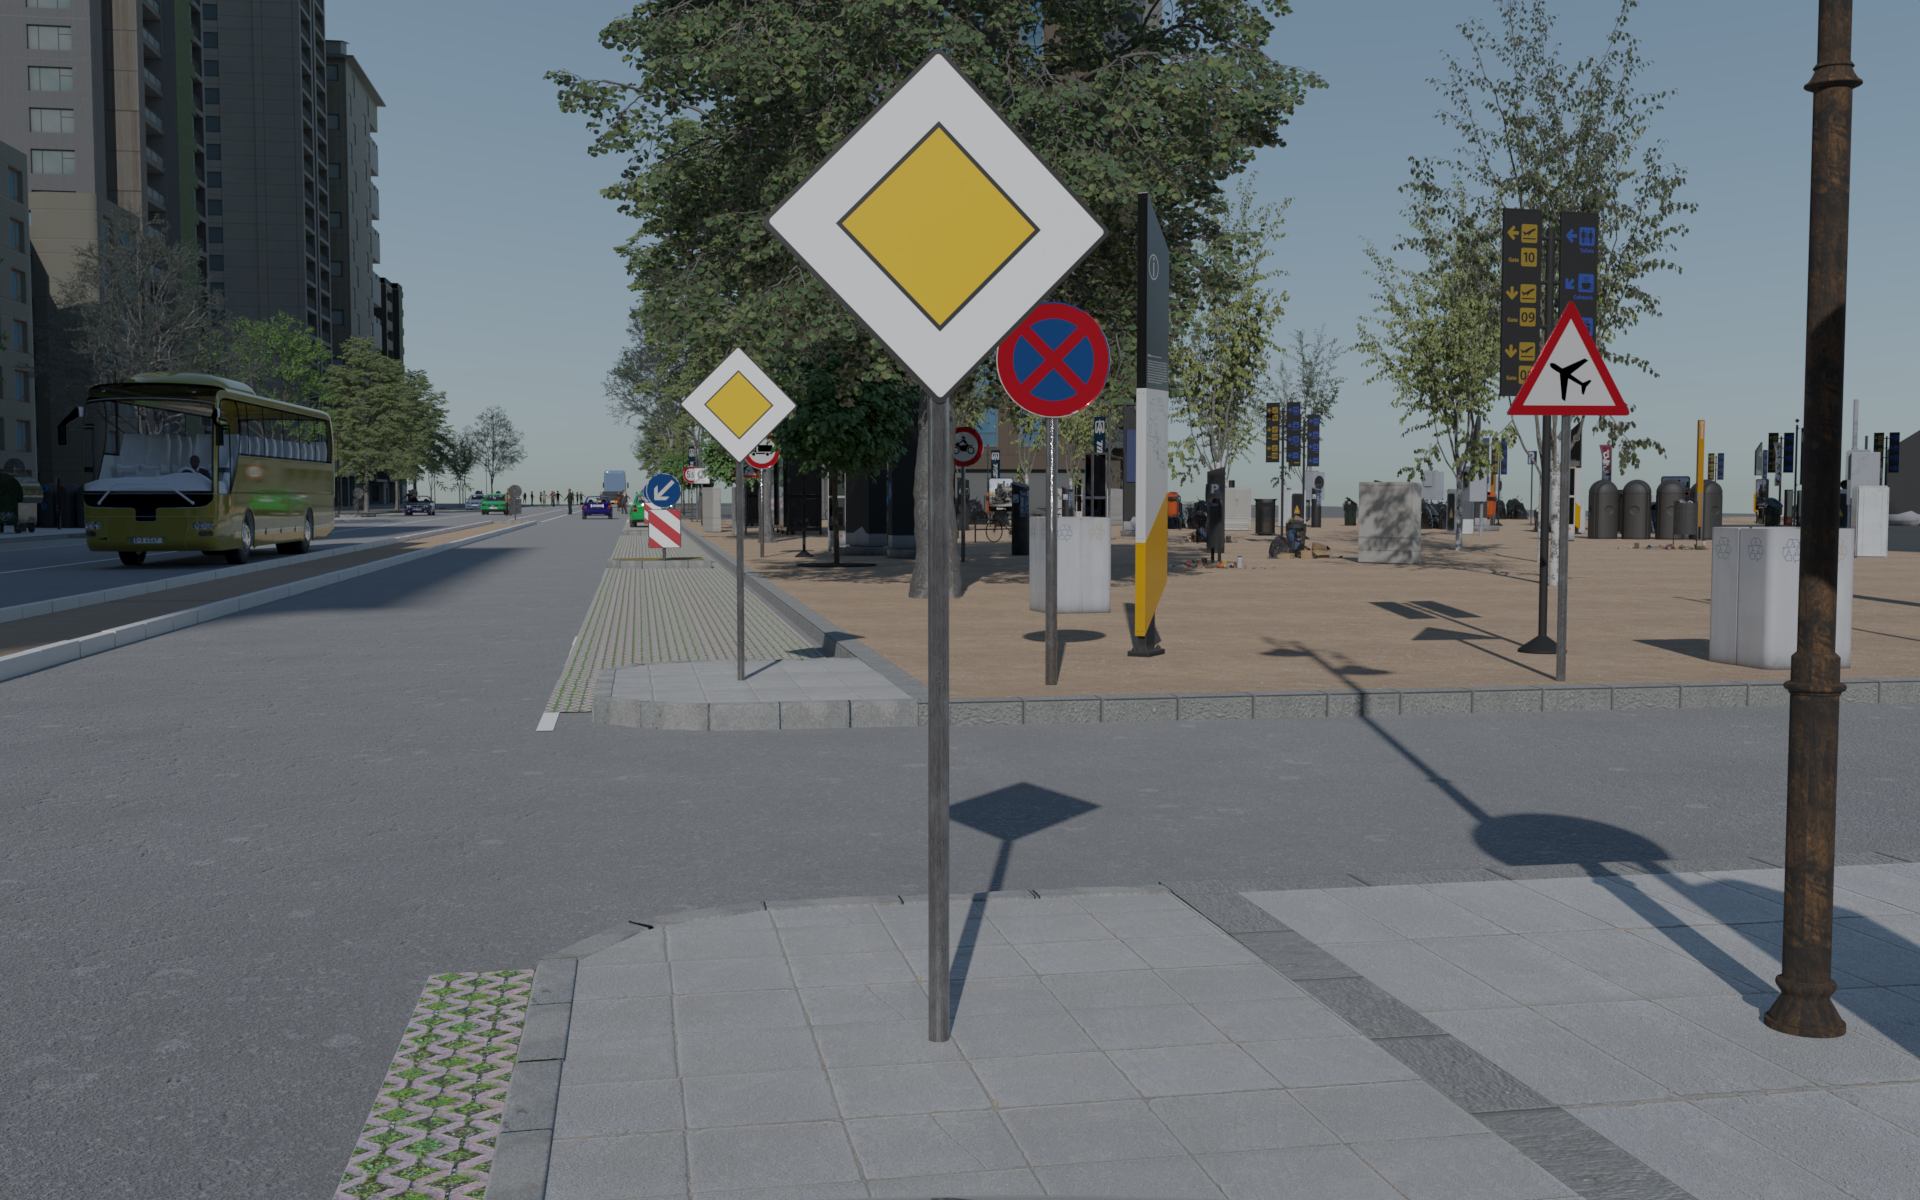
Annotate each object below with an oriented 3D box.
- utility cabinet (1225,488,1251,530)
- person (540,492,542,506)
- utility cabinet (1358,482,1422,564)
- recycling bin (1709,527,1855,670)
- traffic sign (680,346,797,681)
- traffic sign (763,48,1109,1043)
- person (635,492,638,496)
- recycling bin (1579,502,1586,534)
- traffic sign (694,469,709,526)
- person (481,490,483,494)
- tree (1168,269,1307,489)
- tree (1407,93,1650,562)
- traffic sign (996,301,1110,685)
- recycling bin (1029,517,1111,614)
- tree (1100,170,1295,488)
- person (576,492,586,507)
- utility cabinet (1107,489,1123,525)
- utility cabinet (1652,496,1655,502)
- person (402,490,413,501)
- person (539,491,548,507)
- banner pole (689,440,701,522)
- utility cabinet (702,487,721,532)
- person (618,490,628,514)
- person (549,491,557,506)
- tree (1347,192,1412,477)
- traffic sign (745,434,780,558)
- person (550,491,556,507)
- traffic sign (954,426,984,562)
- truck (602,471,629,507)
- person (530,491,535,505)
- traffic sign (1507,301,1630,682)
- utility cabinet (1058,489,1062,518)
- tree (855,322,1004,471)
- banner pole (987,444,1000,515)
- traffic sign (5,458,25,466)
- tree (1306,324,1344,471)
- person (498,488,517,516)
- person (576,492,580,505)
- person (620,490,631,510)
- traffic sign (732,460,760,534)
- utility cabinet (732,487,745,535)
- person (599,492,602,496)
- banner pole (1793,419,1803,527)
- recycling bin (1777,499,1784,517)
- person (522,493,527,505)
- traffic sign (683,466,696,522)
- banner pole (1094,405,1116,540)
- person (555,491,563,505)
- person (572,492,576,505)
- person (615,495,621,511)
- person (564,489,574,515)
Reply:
[{"bbox_3d":[9.590,-3.177,60.617,1.173,1.500,0.318,0,4,6],"label":"utility cabinet"},{"bbox_3d":[-51.367,-12.392,211.904,0.721,1.735,1.217,-1,4,-18],"label":"person"},{"bbox_3d":[7.908,-1.418,31.863,0.318,1.500,1.173,-3,5,-40],"label":"utility cabinet"},{"bbox_3d":[6.156,-0.027,12.997,0.722,1.027,0.722,-1,4,-12],"label":"recycling bin"},{"bbox_3d":[-1.510,-0.503,11.861,0.795,2.450,0.064,-1,4,-10],"label":"traffic sign"},{"bbox_3d":[-0.053,-0.022,4.009,0.795,2.450,0.064,-1,4,-10],"label":"traffic sign"},{"bbox_3d":[-44.202,-13.952,237.328,0.721,1.736,1.217,1,4,15],"label":"person"},{"bbox_3d":[19.860,-2.668,56.169,0.722,1.027,0.722,1,4,13],"label":"recycling bin"},{"bbox_3d":[-10.232,-4.071,68.695,0.606,2.300,0.079,0,4,-5],"label":"traffic sign"},{"bbox_3d":[-53.231,-11.288,192.924,0.709,1.838,0.599,1,4,15],"label":"person"},{"bbox_3d":[8.567,-6.539,57.277,4.360,8.622,3.978,0,3,0],"label":"tree"},{"bbox_3d":[10.967,-5.033,32.650,4.737,8.622,4.395,0,3,0],"label":"tree"},{"bbox_3d":[0.613,-0.701,11.568,0.768,2.556,0.104,0,4,-7],"label":"traffic sign"},{"bbox_3d":[1.199,-0.390,18.923,0.722,1.027,0.722,-1,4,-16],"label":"recycling bin"},{"bbox_3d":[5.849,-5.480,39.952,4.737,8.622,4.395,0,3,0],"label":"tree"},{"bbox_3d":[-42.932,-11.438,196.338,1.217,1.723,0.721,-1,4,-23],"label":"person"},{"bbox_3d":[6.262,-3.785,70.563,0.318,1.500,1.173,2,4,30],"label":"utility cabinet"},{"bbox_3d":[29.631,-3.874,74.499,0.306,1.237,1.020,2,4,29],"label":"utility cabinet"},{"bbox_3d":[-40.907,-7.327,128.811,1.217,1.766,0.721,-3,5,-42],"label":"person"},{"bbox_3d":[-45.370,-11.034,188.903,1.348,1.824,0.705,2,4,28],"label":"person"},{"bbox_3d":[-12.263,-5.493,79.828,0.401,3.779,0.863,-3,5,-43],"label":"banner pole"},{"bbox_3d":[-8.364,-3.042,58.417,0.318,1.500,1.173,-2,4,-25],"label":"utility cabinet"},{"bbox_3d":[-24.115,-7.014,123.976,0.445,1.727,0.742,3,4,38],"label":"person"},{"bbox_3d":[-49.413,-12.330,210.038,0.705,1.831,1.348,2,4,34],"label":"person"},{"bbox_3d":[11.130,-5.423,39.033,4.737,8.622,4.395,0,3,0],"label":"tree"},{"bbox_3d":[-4.000,-2.132,34.966,0.768,2.556,0.104,-1,4,-9],"label":"traffic sign"},{"bbox_3d":[-46.033,-11.418,195.898,0.721,1.743,1.217,1,4,19],"label":"person"},{"bbox_3d":[0.061,-1.984,32.552,0.768,2.556,0.104,0,4,-4],"label":"traffic sign"},{"bbox_3d":[-38.517,-12.365,191.918,2.967,4.110,18.799,-1,4,-9],"label":"truck"},{"bbox_3d":[-55.917,-13.335,226.470,0.705,1.831,1.348,0,4,6],"label":"person"},{"bbox_3d":[4.118,-0.721,11.799,0.884,2.594,0.081,-1,4,-9],"label":"traffic sign"},{"bbox_3d":[3.826,-3.648,68.324,0.318,1.500,1.173,-1,4,-13],"label":"utility cabinet"},{"bbox_3d":[-0.777,-6.426,55.430,4.360,8.622,3.978,0,3,0],"label":"tree"},{"bbox_3d":[1.614,-5.898,86.457,0.863,3.779,0.401,1,4,12],"label":"banner pole"},{"bbox_3d":[-33.442,-3.742,61.288,0.768,2.556,0.104,0,4,-1],"label":"traffic sign"},{"bbox_3d":[14.706,-7.610,74.785,4.360,8.622,3.978,0,3,0],"label":"tree"},{"bbox_3d":[-29.537,-6.401,113.250,1.348,1.812,0.705,0,4,5],"label":"person"},{"bbox_3d":[-52.503,-13.992,238.048,0.721,1.735,1.217,1,4,10],"label":"person"},{"bbox_3d":[-30.244,-8.997,155.623,1.348,1.821,0.705,-2,4,-25],"label":"person"},{"bbox_3d":[-6.812,-3.366,55.045,0.884,2.594,0.081,0,4,-6],"label":"traffic sign"},{"bbox_3d":[-6.911,-2.778,54.095,0.318,1.500,1.173,-1,4,-13],"label":"utility cabinet"},{"bbox_3d":[-45.746,-12.914,220.566,0.530,1.710,0.541,0,4,-8],"label":"person"},{"bbox_3d":[27.922,-4.124,57.449,0.401,3.779,0.863,-2,4,-27],"label":"banner pole"},{"bbox_3d":[40.313,-4.447,85.267,0.722,1.027,0.722,3,4,37],"label":"recycling bin"},{"bbox_3d":[-54.993,-12.761,218.617,0.593,1.643,0.415,-3,4,-39],"label":"person"},{"bbox_3d":[-12.260,-4.833,79.127,0.768,2.556,0.104,0,4,-6],"label":"traffic sign"},{"bbox_3d":[4.071,-3.614,49.102,0.401,3.779,0.863,-3,5,-40],"label":"banner pole"},{"bbox_3d":[-50.973,-12.929,219.514,1.348,1.869,0.705,0,4,-4],"label":"person"},{"bbox_3d":[-49.221,-12.892,220.001,1.217,1.736,0.721,0,4,5],"label":"person"},{"bbox_3d":[-28.599,-8.162,145.210,1.065,1.426,0.557,3,5,40],"label":"person"},{"bbox_3d":[-27.371,-6.902,121.365,0.705,1.821,1.348,-3,5,-40],"label":"person"}]
